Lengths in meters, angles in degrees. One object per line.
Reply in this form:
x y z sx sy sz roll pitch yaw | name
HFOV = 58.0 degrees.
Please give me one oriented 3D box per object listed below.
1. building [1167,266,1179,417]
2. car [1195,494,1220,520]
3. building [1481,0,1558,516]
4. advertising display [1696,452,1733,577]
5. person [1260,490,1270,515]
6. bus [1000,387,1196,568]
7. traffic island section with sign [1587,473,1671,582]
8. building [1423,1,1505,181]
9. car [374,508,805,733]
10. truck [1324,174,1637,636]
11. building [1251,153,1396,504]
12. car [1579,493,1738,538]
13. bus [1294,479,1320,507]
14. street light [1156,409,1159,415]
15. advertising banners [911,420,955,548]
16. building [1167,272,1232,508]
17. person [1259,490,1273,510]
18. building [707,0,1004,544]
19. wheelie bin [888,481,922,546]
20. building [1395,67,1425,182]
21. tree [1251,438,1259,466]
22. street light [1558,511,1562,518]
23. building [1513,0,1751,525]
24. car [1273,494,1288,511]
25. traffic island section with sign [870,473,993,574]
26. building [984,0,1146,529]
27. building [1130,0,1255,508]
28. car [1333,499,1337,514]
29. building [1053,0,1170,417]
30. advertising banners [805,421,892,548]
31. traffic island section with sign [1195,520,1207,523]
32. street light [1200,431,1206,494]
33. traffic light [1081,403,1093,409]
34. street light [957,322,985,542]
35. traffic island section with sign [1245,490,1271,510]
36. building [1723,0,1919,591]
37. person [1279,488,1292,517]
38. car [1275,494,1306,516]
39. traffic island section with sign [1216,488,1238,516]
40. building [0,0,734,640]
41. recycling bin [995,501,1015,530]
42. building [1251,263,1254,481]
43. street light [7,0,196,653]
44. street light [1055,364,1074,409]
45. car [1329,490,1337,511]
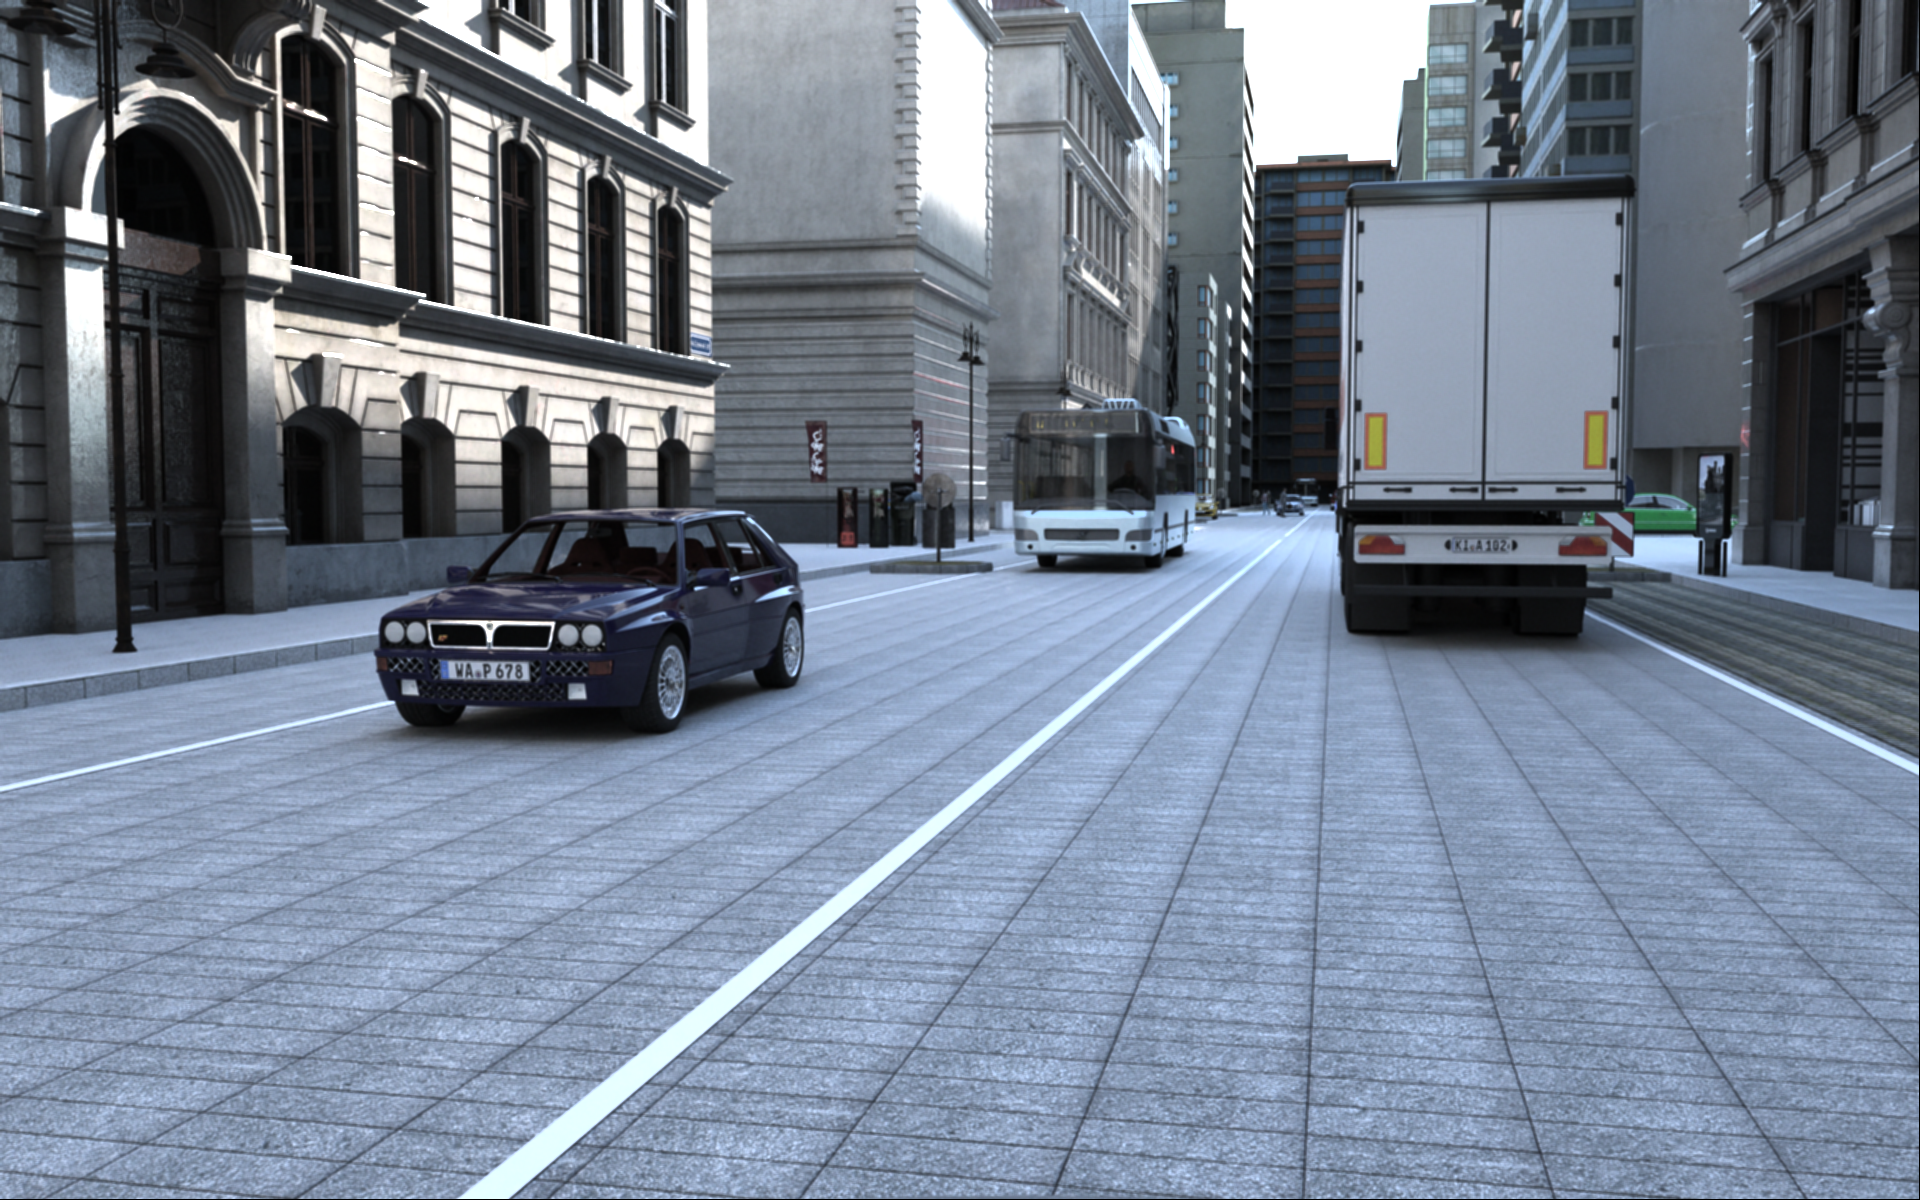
5.619 -15.004 112.762 16.820 18.784 16.811 1 4 12 | building
13.676 -5.363 97.914 2.015 1.641 3.980 1 4 11 | car
43.373 -27.512 104.444 22.147 44.769 28.867 1 4 12 | building
11.818 -1.342 27.159 0.123 1.923 0.974 0 4 -1 | advertising display
20.840 -6.661 118.244 0.643 1.720 0.563 3 5 40 | person
3.304 -2.558 36.687 2.948 3.499 13.247 1 4 11 | bus
10.767 -1.255 29.150 1.989 1.847 2.006 1 4 12 | traffic island section with sign
46.427 -28.352 147.155 14.154 41.232 14.086 1 4 12 | building
-2.324 0.051 11.739 1.945 1.354 3.894 1 4 11 | car
5.830 -1.957 20.903 2.839 4.237 11.283 1 4 12 | truck
46.352 -34.937 225.852 28.867 44.769 22.147 1 4 12 | building
21.642 -2.735 53.510 4.718 1.807 1.959 1 4 13 | car
40.159 -12.597 200.817 2.948 3.499 13.247 1 4 11 | bus
10.787 -7.458 94.727 0.468 5.910 1.993 1 4 12 | street light
-0.654 -2.785 41.725 0.090 3.025 2.074 2 4 29 | advertising banners
8.987 -18.789 152.235 27.650 21.520 28.899 1 4 12 | building
28.056 -9.183 158.660 1.348 1.823 0.705 0 4 -1 | person
-9.136 -13.532 50.127 19.941 23.489 11.050 1 4 12 | building
-1.377 -2.142 42.937 0.980 1.594 0.693 0 4 4 | wheelie bin
59.407 -34.767 192.140 21.300 48.544 21.600 1 4 12 | building
31.214 -14.883 193.702 4.360 8.622 3.978 0 3 0 | tree
17.382 -4.725 50.034 0.468 5.910 1.993 1 4 12 | street light
35.348 -23.035 68.499 23.993 40.220 32.217 1 4 12 | building
26.952 -8.184 143.589 2.009 1.686 4.222 1 4 11 | car
-0.455 -1.430 32.009 1.989 1.847 2.006 1 4 12 | traffic island section with sign
0.812 -14.450 72.416 11.583 22.565 21.152 1 4 12 | building
18.517 -33.786 176.097 21.300 48.544 21.600 1 4 12 | building
27.396 -6.903 122.461 1.945 1.707 3.694 1 4 11 | car
4.232 -16.843 93.408 12.078 24.808 19.932 1 4 12 | building
-2.657 -2.759 41.300 2.074 3.025 0.090 0 4 3 | advertising banners
11.144 -4.694 85.373 1.989 1.847 2.006 1 4 12 | traffic island section with sign
17.900 -9.457 127.407 0.468 5.910 1.993 1 4 12 | street light
3.900 -3.938 53.310 0.839 4.253 0.868 1 4 12 | traffic light
0.302 -4.516 46.617 0.468 5.910 1.993 1 4 12 | street light
27.524 -9.297 160.628 1.989 1.847 2.006 1 4 12 | traffic island section with sign
18.349 -10.907 29.247 10.553 20.767 40.483 1 4 12 | building
20.132 -6.042 107.414 0.853 1.813 0.709 3 4 37 | person
22.161 -6.363 116.045 2.014 1.417 4.499 1 4 13 | car
16.924 -6.316 111.901 1.989 1.847 2.006 1 4 12 | traffic island section with sign
-13.379 -12.160 17.900 14.460 24.649 34.723 1 4 12 | building
1.704 -2.992 61.474 0.722 1.027 0.722 -1 4 -19 | recycling bin
27.214 -26.398 203.308 14.107 30.474 14.160 1 4 12 | building
-6.790 -2.515 13.902 0.468 5.910 1.993 1 4 12 | street light
3.741 -5.446 61.823 0.468 5.910 1.993 1 4 12 | street light
32.859 -8.563 148.670 2.281 1.827 5.304 1 4 11 | car
